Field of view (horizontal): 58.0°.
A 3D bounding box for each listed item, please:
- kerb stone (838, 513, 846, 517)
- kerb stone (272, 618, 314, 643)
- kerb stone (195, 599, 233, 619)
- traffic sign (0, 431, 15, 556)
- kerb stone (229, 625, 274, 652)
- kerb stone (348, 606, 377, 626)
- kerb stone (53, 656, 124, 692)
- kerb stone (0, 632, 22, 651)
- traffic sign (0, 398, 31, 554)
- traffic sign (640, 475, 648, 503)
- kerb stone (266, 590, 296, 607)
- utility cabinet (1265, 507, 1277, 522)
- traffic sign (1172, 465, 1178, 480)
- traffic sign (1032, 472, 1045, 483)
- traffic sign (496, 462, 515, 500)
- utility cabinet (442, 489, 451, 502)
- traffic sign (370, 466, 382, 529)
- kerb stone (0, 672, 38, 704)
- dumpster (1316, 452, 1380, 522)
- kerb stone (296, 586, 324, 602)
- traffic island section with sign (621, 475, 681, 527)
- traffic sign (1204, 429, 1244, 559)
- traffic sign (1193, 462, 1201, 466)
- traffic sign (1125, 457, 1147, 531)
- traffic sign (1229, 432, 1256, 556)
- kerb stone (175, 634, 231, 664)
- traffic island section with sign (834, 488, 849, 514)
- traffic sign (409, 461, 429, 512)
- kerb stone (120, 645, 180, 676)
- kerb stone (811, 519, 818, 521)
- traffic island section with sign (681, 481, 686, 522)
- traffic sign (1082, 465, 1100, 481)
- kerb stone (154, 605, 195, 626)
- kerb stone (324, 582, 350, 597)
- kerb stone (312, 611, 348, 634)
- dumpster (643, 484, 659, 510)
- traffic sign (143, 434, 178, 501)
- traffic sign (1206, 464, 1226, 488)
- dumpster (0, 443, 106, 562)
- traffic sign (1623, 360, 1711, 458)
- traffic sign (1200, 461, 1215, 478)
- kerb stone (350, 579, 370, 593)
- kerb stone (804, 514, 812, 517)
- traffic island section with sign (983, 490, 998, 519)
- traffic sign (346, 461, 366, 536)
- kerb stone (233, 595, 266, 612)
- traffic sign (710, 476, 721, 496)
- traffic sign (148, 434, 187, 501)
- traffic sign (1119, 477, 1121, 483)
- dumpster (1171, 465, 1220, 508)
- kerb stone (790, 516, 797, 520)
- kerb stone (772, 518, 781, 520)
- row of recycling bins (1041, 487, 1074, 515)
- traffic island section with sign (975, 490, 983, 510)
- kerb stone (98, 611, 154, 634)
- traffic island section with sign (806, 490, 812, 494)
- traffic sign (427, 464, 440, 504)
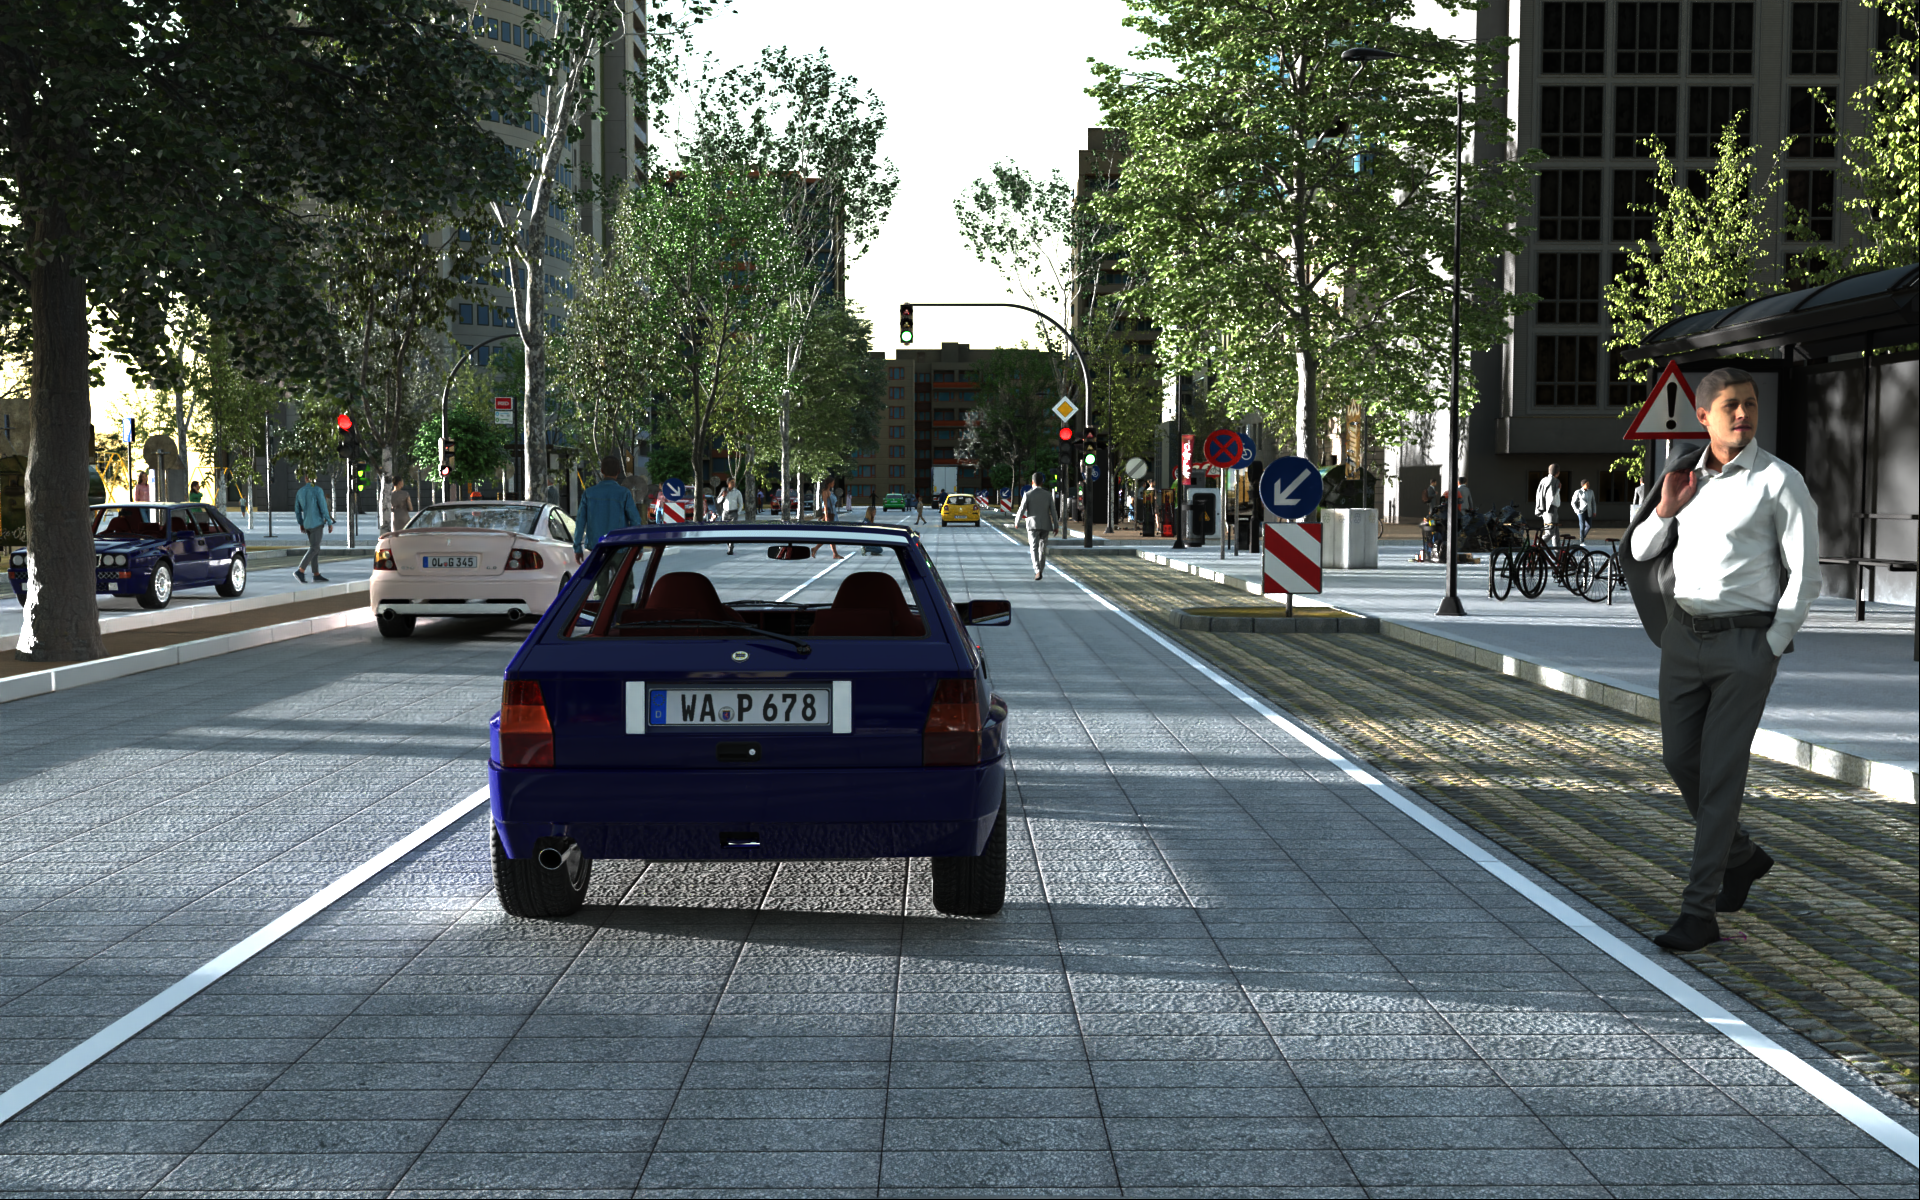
[{"bbox_3d":[-7.559,-5.420,110.960,0.120,0.150,1.000,0,4,-1],"label":"kerb stone"},{"bbox_3d":[-6.661,0.310,17.127,0.120,0.150,1.000,0,4,-1],"label":"kerb stone"},{"bbox_3d":[-8.783,0.121,20.213,0.120,0.150,1.000,0,4,-1],"label":"kerb stone"},{"bbox_3d":[-19.783,-2.191,35.826,0.884,2.594,0.081,0,3,0],"label":"traffic sign"},{"bbox_3d":[-6.655,0.372,16.105,0.120,0.150,1.000,0,4,-1],"label":"kerb stone"},{"bbox_3d":[-6.680,0.185,19.177,0.120,0.150,1.000,0,4,-1],"label":"kerb stone"},{"bbox_3d":[-6.611,0.561,13.028,0.120,0.150,1.000,0,4,-1],"label":"kerb stone"},{"bbox_3d":[-8.746,0.385,16.126,0.120,0.150,1.000,0,4,-1],"label":"kerb stone"},{"bbox_3d":[-20.582,-2.629,36.850,2.265,3.308,0.079,0,4,0],"label":"traffic sign"},{"bbox_3d":[-20.888,-6.967,114.012,0.768,2.556,0.104,0,4,6],"label":"traffic sign"},{"bbox_3d":[-8.814,-0.003,22.260,0.120,0.150,1.000,0,4,-1],"label":"kerb stone"},{"bbox_3d":[9.626,-2.708,55.430,1.020,1.237,0.306,2,4,24],"label":"utility cabinet"},{"bbox_3d":[9.485,-4.545,74.418,0.768,2.556,0.104,0,4,3],"label":"traffic sign"},{"bbox_3d":[4.525,-6.082,99.546,0.768,2.556,0.104,0,4,6],"label":"traffic sign"},{"bbox_3d":[-16.588,-3.852,63.082,0.768,2.556,0.104,0,4,7],"label":"traffic sign"},{"bbox_3d":[-20.679,-3.758,70.129,0.318,1.500,1.173,0,4,-4],"label":"utility cabinet"},{"bbox_3d":[-21.130,-3.717,62.907,0.606,2.300,0.079,0,4,7],"label":"traffic sign"},{"bbox_3d":[-6.612,0.623,12.005,0.120,0.150,1.000,0,4,-1],"label":"kerb stone"},{"bbox_3d":[9.100,-2.381,41.422,1.502,2.255,1.985,0,4,-1],"label":"dumpster"},{"bbox_3d":[-8.820,-0.067,23.288,0.120,0.150,1.000,0,4,-1],"label":"kerb stone"},{"bbox_3d":[-7.939,-2.051,41.664,2.006,1.907,1.989,0,4,-1],"label":"traffic island section with sign"},{"bbox_3d":[5.156,-2.069,33.926,0.768,2.556,0.104,1,4,9],"label":"traffic sign"},{"bbox_3d":[9.529,-4.260,69.755,0.768,2.556,0.104,0,4,8],"label":"traffic sign"},{"bbox_3d":[6.112,-3.675,60.185,0.768,2.556,0.104,0,4,3],"label":"traffic sign"},{"bbox_3d":[5.737,-2.188,35.888,0.768,2.556,0.104,0,4,2],"label":"traffic sign"},{"bbox_3d":[-6.638,0.435,15.079,0.120,0.150,1.000,0,4,-1],"label":"kerb stone"},{"bbox_3d":[-8.729,-7.099,124.206,2.006,1.907,1.989,0,4,-1],"label":"traffic island section with sign"},{"bbox_3d":[-21.087,-4.123,67.517,0.768,2.556,0.104,0,4,2],"label":"traffic sign"},{"bbox_3d":[-6.632,0.501,14.050,0.120,0.150,1.000,0,4,-1],"label":"kerb stone"},{"bbox_3d":[-7.332,-3.982,87.377,0.120,0.150,1.000,0,4,-1],"label":"kerb stone"},{"bbox_3d":[-8.000,-2.504,49.071,2.006,1.907,1.989,0,4,-1],"label":"traffic island section with sign"},{"bbox_3d":[5.400,-4.363,71.448,0.768,2.556,0.104,0,4,7],"label":"traffic sign"},{"bbox_3d":[-8.780,0.184,19.191,0.120,0.150,1.000,0,4,-1],"label":"kerb stone"},{"bbox_3d":[-8.834,-0.130,24.314,0.120,0.150,1.000,0,4,-1],"label":"kerb stone"},{"bbox_3d":[-6.671,0.247,18.152,0.120,0.150,1.000,0,4,-1],"label":"kerb stone"},{"bbox_3d":[-17.686,-5.789,100.411,1.264,1.857,1.865,0,4,-1],"label":"dumpster"},{"bbox_3d":[-17.053,-2.254,36.952,0.768,2.556,0.104,0,4,2],"label":"traffic sign"},{"bbox_3d":[8.008,-3.293,53.843,0.884,2.594,0.081,1,4,8],"label":"traffic sign"},{"bbox_3d":[-17.027,-1.810,32.091,1.502,2.255,1.985,0,4,-1],"label":"dumpster"},{"bbox_3d":[6.909,-1.033,16.889,0.884,2.594,0.081,0,4,7],"label":"traffic sign"},{"bbox_3d":[9.487,-4.043,66.209,0.768,2.556,0.104,0,4,4],"label":"traffic sign"},{"bbox_3d":[-8.839,-0.193,25.346,0.120,0.150,1.000,0,4,-1],"label":"kerb stone"},{"bbox_3d":[-9.650,-5.362,109.898,0.120,0.150,1.000,0,4,-1],"label":"kerb stone"},{"bbox_3d":[2.530,-5.667,101.276,1.989,1.847,2.006,0,4,-1],"label":"traffic island section with sign"},{"bbox_3d":[-18.457,-3.107,52.933,0.606,2.300,0.079,0,4,3],"label":"traffic sign"},{"bbox_3d":[-8.796,0.059,21.239,0.120,0.150,1.000,0,4,-1],"label":"kerb stone"},{"bbox_3d":[-17.121,-7.399,121.080,0.768,2.556,0.104,0,3,0],"label":"traffic sign"},{"bbox_3d":[-17.174,-2.295,37.521,0.884,2.594,0.081,0,4,8],"label":"traffic sign"},{"bbox_3d":[9.319,-6.386,104.516,0.768,2.556,0.104,0,4,5],"label":"traffic sign"},{"bbox_3d":[7.919,-3.408,58.214,1.502,2.255,1.985,0,4,-1],"label":"dumpster"},{"bbox_3d":[-9.550,-4.737,99.657,0.120,0.150,1.000,0,4,-1],"label":"kerb stone"},{"bbox_3d":[-9.451,-4.111,89.410,0.120,0.150,1.000,0,4,-1],"label":"kerb stone"},{"bbox_3d":[6.336,-5.931,104.082,3.534,1.692,1.069,0,3,0],"label":"row of recycling bins"},{"bbox_3d":[2.041,-8.724,151.265,1.989,1.847,2.006,0,4,-1],"label":"traffic island section with sign"},{"bbox_3d":[-8.769,0.246,18.169,0.120,0.150,1.000,0,4,-1],"label":"kerb stone"},{"bbox_3d":[-15.538,-10.405,178.752,1.989,1.847,2.006,0,4,-1],"label":"traffic island section with sign"},{"bbox_3d":[-21.429,-4.306,70.508,0.768,2.556,0.104,0,4,1],"label":"traffic sign"}]
